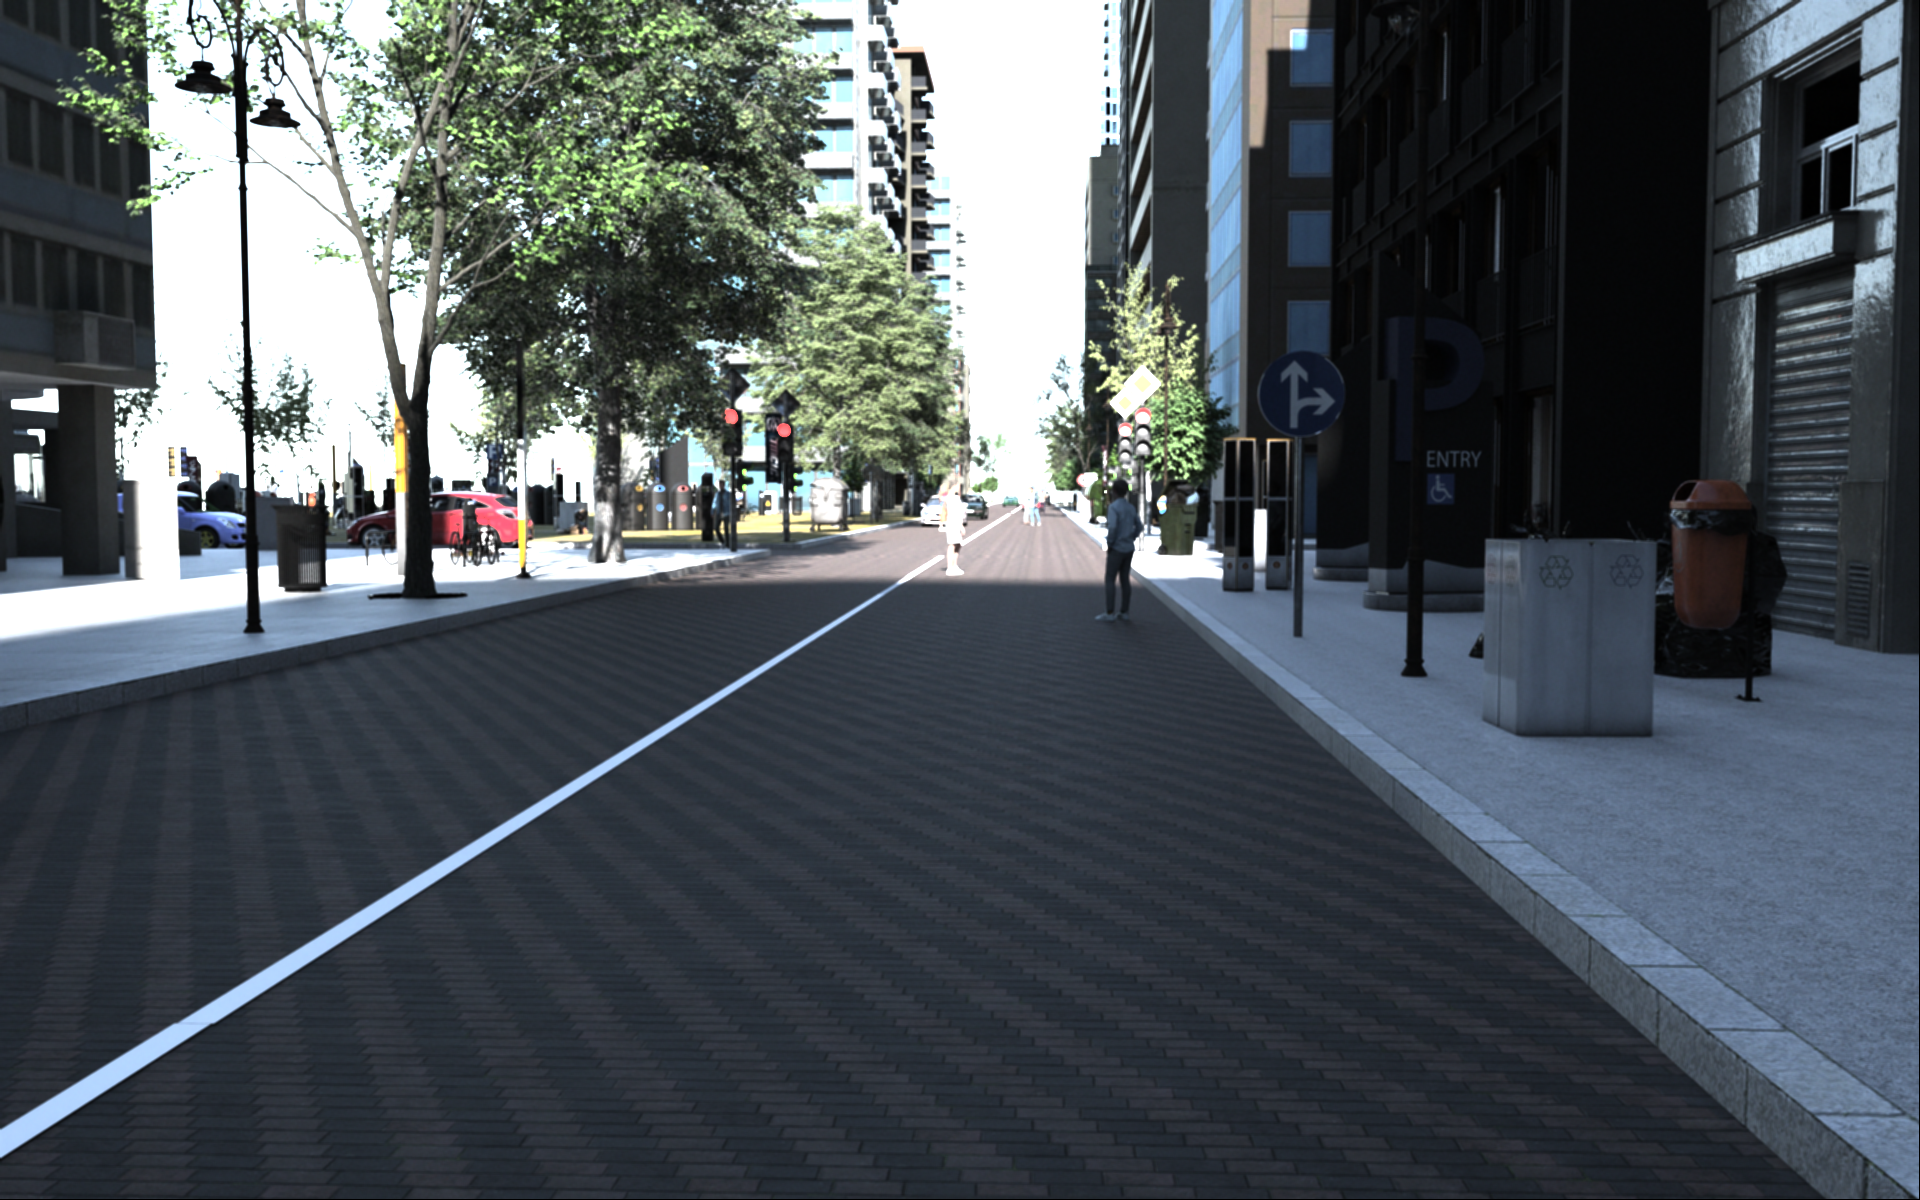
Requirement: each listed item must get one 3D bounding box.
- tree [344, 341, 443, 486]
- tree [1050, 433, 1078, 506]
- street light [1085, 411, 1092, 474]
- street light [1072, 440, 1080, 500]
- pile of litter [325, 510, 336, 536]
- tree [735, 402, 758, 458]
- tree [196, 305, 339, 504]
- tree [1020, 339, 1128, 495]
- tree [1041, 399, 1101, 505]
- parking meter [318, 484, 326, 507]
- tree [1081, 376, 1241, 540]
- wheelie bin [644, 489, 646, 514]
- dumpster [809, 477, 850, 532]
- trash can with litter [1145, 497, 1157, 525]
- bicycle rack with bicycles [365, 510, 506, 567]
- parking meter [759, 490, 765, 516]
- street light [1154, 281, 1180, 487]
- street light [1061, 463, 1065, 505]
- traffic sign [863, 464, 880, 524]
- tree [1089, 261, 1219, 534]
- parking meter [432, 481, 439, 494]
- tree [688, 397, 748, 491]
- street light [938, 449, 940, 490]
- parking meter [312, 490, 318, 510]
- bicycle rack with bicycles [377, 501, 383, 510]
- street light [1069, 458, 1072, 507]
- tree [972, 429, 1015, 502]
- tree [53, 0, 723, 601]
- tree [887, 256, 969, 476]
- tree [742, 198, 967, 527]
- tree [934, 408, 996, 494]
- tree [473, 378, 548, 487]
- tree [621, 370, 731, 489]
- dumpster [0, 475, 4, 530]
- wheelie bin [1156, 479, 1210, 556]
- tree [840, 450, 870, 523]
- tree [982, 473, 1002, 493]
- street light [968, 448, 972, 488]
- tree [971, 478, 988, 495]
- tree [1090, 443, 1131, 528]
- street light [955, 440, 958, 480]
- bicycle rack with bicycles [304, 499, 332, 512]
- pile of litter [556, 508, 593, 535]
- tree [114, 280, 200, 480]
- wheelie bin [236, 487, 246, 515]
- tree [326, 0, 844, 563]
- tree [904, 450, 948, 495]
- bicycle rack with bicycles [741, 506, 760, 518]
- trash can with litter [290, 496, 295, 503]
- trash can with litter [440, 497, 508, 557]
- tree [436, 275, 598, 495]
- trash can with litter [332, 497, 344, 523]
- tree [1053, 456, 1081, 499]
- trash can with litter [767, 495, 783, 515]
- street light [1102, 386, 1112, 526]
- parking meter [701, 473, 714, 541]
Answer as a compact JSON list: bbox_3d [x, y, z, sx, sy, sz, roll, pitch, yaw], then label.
[{"bbox_3d":[-27.465,-8.147,83.565,4.360,8.622,3.978,0,3,0],"label":"tree"},{"bbox_3d":[11.808,-14.872,193.526,4.360,8.622,3.978,0,3,0],"label":"tree"},{"bbox_3d":[7.074,-7.483,95.133,0.468,5.910,1.993,0,4,3],"label":"street light"},{"bbox_3d":[8.262,-9.048,120.714,0.468,5.910,1.993,0,4,3],"label":"street light"},{"bbox_3d":[-19.996,-2.430,53.692,1.176,0.858,1.719,-2,4,-24],"label":"pile of litter"},{"bbox_3d":[-15.321,-9.787,110.381,4.737,8.622,4.395,0,3,0],"label":"tree"},{"bbox_3d":[-27.812,-7.218,68.379,4.737,8.622,4.395,0,3,0],"label":"tree"},{"bbox_3d":[7.606,-10.328,103.278,8.767,10.594,7.601,1,4,9],"label":"tree"},{"bbox_3d":[13.078,-17.600,205.889,7.486,12.596,7.792,0,3,0],"label":"tree"},{"bbox_3d":[-32.320,-5.018,87.761,0.399,1.863,0.255,-1,4,-21],"label":"parking meter"},{"bbox_3d":[6.214,-3.970,48.622,4.285,4.588,4.351,0,3,0],"label":"tree"},{"bbox_3d":[-20.487,-6.436,113.138,0.980,1.594,0.693,2,4,31],"label":"wheelie bin"},{"bbox_3d":[-4.467,-3.262,59.089,1.264,1.857,1.865,0,4,3],"label":"dumpster"},{"bbox_3d":[7.856,-3.671,71.405,0.624,1.170,1.055,-1,4,-18],"label":"trash can with litter"},{"bbox_3d":[-9.427,-1.118,31.659,2.852,0.926,2.925,0,4,5],"label":"bicycle rack with bicycles"},{"bbox_3d":[-11.746,-5.769,102.731,0.372,1.533,0.369,0,3,0],"label":"parking meter"},{"bbox_3d":[4.477,-3.967,37.656,0.468,5.910,1.993,0,4,3],"label":"street light"},{"bbox_3d":[11.952,-13.713,197.000,0.468,5.910,1.993,0,4,3],"label":"street light"},{"bbox_3d":[-3.810,-4.540,74.328,0.768,2.556,0.104,1,4,10],"label":"traffic sign"},{"bbox_3d":[6.011,-6.374,54.583,4.737,8.622,4.395,0,3,0],"label":"tree"},{"bbox_3d":[-23.633,-4.423,78.034,0.255,1.863,0.399,-2,4,-27],"label":"parking meter"},{"bbox_3d":[-14.396,-9.337,103.019,4.360,8.622,3.978,0,3,0],"label":"tree"},{"bbox_3d":[-1.482,-9.197,123.165,0.468,5.910,1.993,0,4,3],"label":"street light"},{"bbox_3d":[-44.857,-6.851,120.430,0.372,1.533,0.369,0,3,0],"label":"parking meter"},{"bbox_3d":[-30.759,-4.777,91.482,2.852,0.926,2.925,-2,4,-29],"label":"bicycle rack with bicycles"},{"bbox_3d":[9.508,-10.550,145.272,0.468,5.910,1.993,0,4,3],"label":"street light"},{"bbox_3d":[5.199,-21.467,276.737,9.928,11.665,9.643,0,3,0],"label":"tree"},{"bbox_3d":[-6.751,-5.822,20.944,9.928,11.665,9.643,0,3,0],"label":"tree"},{"bbox_3d":[-4.291,-11.087,87.934,9.857,13.997,8.962,0,3,0],"label":"tree"},{"bbox_3d":[-4.373,-9.105,66.994,7.486,12.596,7.792,0,3,0],"label":"tree"},{"bbox_3d":[0.464,-15.513,188.048,7.601,10.594,8.767,0,4,7],"label":"tree"},{"bbox_3d":[-26.413,-9.227,101.230,4.360,8.622,3.978,0,3,0],"label":"tree"},{"bbox_3d":[-14.198,-8.076,82.402,4.737,8.622,4.395,0,3,0],"label":"tree"},{"bbox_3d":[-6.847,-0.463,10.066,1.502,2.255,1.985,0,4,3],"label":"dumpster"},{"bbox_3d":[4.552,-1.718,35.995,0.980,1.594,0.693,-3,5,-43],"label":"wheelie bin"},{"bbox_3d":[-4.702,-4.987,76.142,1.663,3.219,1.824,0,3,0],"label":"tree"},{"bbox_3d":[4.875,-17.367,267.655,4.285,4.588,4.351,0,3,0],"label":"tree"},{"bbox_3d":[1.045,-12.355,174.791,0.468,5.910,1.993,0,4,3],"label":"street light"},{"bbox_3d":[2.043,-13.559,216.295,1.663,3.219,1.824,0,3,0],"label":"tree"},{"bbox_3d":[5.965,-4.357,65.842,1.663,3.219,1.824,0,3,0],"label":"tree"},{"bbox_3d":[-0.313,-10.791,149.215,0.468,5.910,1.993,0,4,3],"label":"street light"},{"bbox_3d":[-42.919,-6.337,116.999,2.852,0.926,2.925,-2,4,-24],"label":"bicycle rack with bicycles"},{"bbox_3d":[-12.359,-2.539,55.475,1.176,0.858,1.719,-1,4,-15],"label":"pile of litter"},{"bbox_3d":[-27.989,-6.592,58.141,4.360,8.622,3.978,0,3,0],"label":"tree"},{"bbox_3d":[-32.075,-4.275,77.805,0.980,1.594,0.693,2,4,27],"label":"wheelie bin"},{"bbox_3d":[-6.629,-7.677,32.174,9.857,13.997,8.962,0,3,0],"label":"tree"},{"bbox_3d":[-2.543,-8.838,128.211,4.285,4.588,4.351,0,3,0],"label":"tree"},{"bbox_3d":[-12.270,-4.906,93.600,2.925,0.926,2.852,0,3,0],"label":"bicycle rack with bicycles"},{"bbox_3d":[-47.159,-6.731,121.440,1.055,1.170,0.624,1,4,12],"label":"trash can with litter"},{"bbox_3d":[-10.043,-1.543,36.280,1.678,1.210,2.233,0,4,3],"label":"trash can with litter"},{"bbox_3d":[-13.057,-6.117,50.371,4.737,8.622,4.395,0,3,0],"label":"tree"},{"bbox_3d":[-26.299,-3.807,73.632,0.624,1.170,1.055,0,4,-4],"label":"trash can with litter"},{"bbox_3d":[9.318,-9.060,131.837,4.285,4.588,4.351,0,3,0],"label":"tree"},{"bbox_3d":[-11.292,-5.859,106.852,1.678,1.210,2.233,2,4,27],"label":"trash can with litter"},{"bbox_3d":[5.943,-5.930,69.743,0.468,5.910,1.993,0,4,3],"label":"street light"},{"bbox_3d":[-6.879,-2.536,47.169,0.255,1.863,0.399,0,4,5],"label":"parking meter"}]
